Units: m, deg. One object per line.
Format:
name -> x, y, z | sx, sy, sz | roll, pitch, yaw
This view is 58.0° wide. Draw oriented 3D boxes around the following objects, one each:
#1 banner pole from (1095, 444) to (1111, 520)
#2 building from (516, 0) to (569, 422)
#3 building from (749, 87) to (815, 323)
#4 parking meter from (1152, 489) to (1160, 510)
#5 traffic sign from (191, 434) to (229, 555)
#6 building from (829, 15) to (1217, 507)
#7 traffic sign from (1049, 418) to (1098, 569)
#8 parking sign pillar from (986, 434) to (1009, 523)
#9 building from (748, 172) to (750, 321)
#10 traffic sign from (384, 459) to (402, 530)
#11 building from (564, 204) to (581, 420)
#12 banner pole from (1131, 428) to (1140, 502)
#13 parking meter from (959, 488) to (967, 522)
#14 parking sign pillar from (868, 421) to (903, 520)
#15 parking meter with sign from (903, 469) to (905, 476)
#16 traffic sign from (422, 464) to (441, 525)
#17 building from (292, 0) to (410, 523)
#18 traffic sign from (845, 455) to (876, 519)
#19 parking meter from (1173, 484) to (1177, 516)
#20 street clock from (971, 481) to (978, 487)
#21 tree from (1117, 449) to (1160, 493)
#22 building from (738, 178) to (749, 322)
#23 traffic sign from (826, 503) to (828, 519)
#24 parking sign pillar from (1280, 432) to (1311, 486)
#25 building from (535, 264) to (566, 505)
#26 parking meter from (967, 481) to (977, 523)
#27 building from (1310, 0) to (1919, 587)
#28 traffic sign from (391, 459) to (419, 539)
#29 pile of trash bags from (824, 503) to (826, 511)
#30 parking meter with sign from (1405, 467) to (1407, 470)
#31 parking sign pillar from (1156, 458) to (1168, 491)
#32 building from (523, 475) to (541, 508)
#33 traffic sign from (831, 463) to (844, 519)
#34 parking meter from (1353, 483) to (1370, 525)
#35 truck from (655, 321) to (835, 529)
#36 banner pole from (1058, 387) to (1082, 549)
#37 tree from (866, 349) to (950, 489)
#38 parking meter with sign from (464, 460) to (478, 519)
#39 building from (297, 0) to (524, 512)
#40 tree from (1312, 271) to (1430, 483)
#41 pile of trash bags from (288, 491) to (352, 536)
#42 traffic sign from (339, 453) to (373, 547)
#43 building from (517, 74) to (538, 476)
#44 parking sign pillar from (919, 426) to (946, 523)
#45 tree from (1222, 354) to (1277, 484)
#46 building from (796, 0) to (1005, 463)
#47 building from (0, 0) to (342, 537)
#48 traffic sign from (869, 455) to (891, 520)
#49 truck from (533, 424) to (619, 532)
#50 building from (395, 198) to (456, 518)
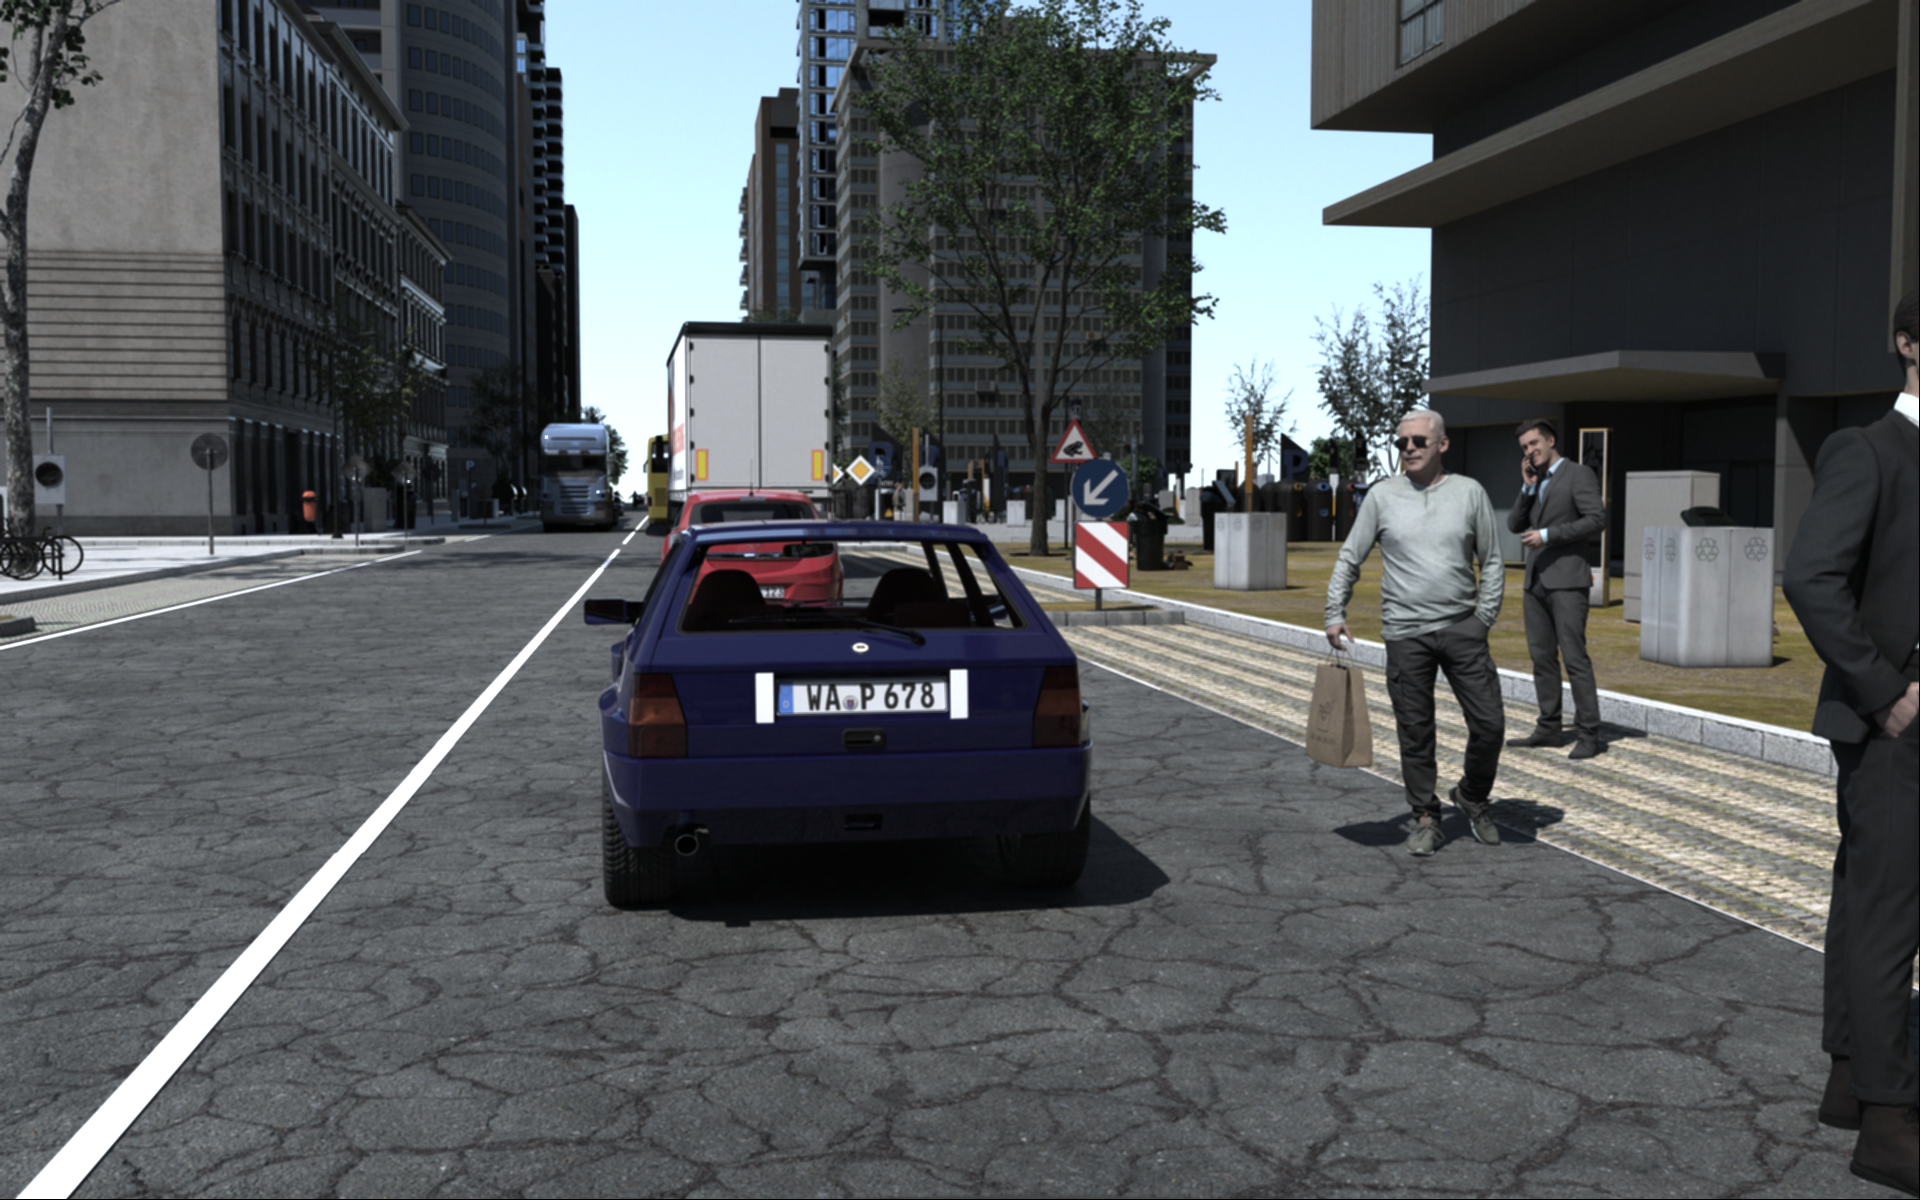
banner pole -> 7.191, -5.913, 86.701 | 0.863, 3.779, 0.401 | 1, 4, 20
building -> -63.695, -56.401, 234.826 | 22.319, 86.520, 31.000 | -1, 4, -10
building -> -15.396, -33.182, 192.640 | 14.600, 45.320, 14.200 | -1, 4, -10
parking meter -> 9.244, -4.486, 81.762 | 0.372, 1.533, 0.369 | 0, 3, 0
traffic sign -> -15.807, -2.227, 36.510 | 0.768, 2.556, 0.104 | 0, 4, -5
building -> 2.499, -27.716, 145.044 | 32.217, 40.220, 23.993 | -1, 4, -10
traffic sign -> 1.943, -1.808, 29.558 | 0.884, 2.594, 0.081 | 0, 4, -7
parking sign pillar -> 1.859, -5.498, 78.357 | 1.447, 3.967, 1.447 | 1, 4, 15
building -> -19.936, -35.066, 223.441 | 14.600, 45.320, 14.200 | -1, 4, -10
traffic sign -> -20.358, -3.812, 62.431 | 0.768, 2.556, 0.104 | 0, 3, 0
building -> -64.138, -37.234, 258.884 | 14.600, 45.320, 14.200 | -1, 4, -10
banner pole -> 6.598, -4.594, 65.124 | 0.401, 3.779, 0.863 | 2, 4, 31
parking meter -> 0.135, -4.270, 78.231 | 0.372, 1.533, 0.369 | 0, 3, 0
parking sign pillar -> -2.765, -4.613, 63.889 | 1.447, 3.967, 1.447 | 2, 4, 33
parking meter with sign -> -4.258, -7.573, 120.076 | 0.543, 3.016, 1.738 | 1, 4, 12
traffic sign -> -22.114, -4.430, 72.537 | 0.768, 2.556, 0.104 | 0, 4, -5
building -> -31.975, -15.266, 78.483 | 11.050, 23.489, 19.941 | -1, 4, -10
traffic sign -> -2.533, -2.473, 44.080 | 0.795, 2.450, 0.064 | -1, 4, -10
parking meter -> 12.602, -5.825, 100.950 | 0.255, 1.863, 0.399 | 1, 4, 21
street clock -> 0.694, -5.380, 92.541 | 0.471, 2.002, 0.358 | -3, 4, -36
tree -> 12.764, -8.641, 124.997 | 4.285, 4.588, 4.351 | 0, 3, 0
building -> -19.917, -38.329, 246.287 | 23.786, 49.044, 30.456 | -1, 4, -10
traffic sign -> -5.658, -4.498, 73.646 | 0.768, 2.556, 0.104 | -1, 4, -9
parking sign pillar -> 14.706, -5.349, 75.922 | 1.447, 3.967, 1.447 | -1, 4, -19
building -> -56.370, -27.058, 214.098 | 14.160, 30.474, 14.107 | -1, 4, -10
parking meter -> 0.543, -4.381, 77.341 | 0.399, 1.863, 0.255 | -2, 4, -31
building -> 22.443, -26.557, 23.441 | 28.713, 52.752, 27.495 | -1, 4, -10
traffic sign -> -15.988, -2.831, 49.937 | 0.795, 2.450, 0.064 | -1, 4, -10
pile of trash bags -> -10.230, -6.760, 120.272 | 1.912, 1.369, 3.447 | -1, 4, -18
parking meter with sign -> 27.399, -6.683, 105.525 | 0.543, 3.016, 1.738 | 0, 4, -7
parking sign pillar -> 15.224, -8.678, 130.357 | 1.447, 3.967, 1.447 | 2, 4, 32
building -> -56.220, -28.671, 160.650 | 32.217, 40.220, 23.993 | -1, 4, -10
traffic sign -> -3.861, -2.955, 51.954 | 0.795, 2.450, 0.064 | -1, 4, -10
parking meter -> 9.460, -1.982, 40.811 | 0.372, 1.533, 0.369 | 0, 3, 0
truck -> -4.385, -2.745, 33.802 | 2.839, 4.237, 11.283 | -1, 4, -11
banner pole -> 2.617, -3.086, 40.467 | 0.401, 3.779, 0.863 | -2, 4, -30
tree -> -2.736, -8.480, 89.013 | 4.737, 8.622, 4.395 | 0, 3, 0
parking meter with sign -> -24.907, -5.642, 88.506 | 0.543, 3.016, 1.738 | -2, 4, -23
building -> -46.310, -36.255, 134.772 | 21.231, 58.520, 28.212 | -1, 4, -10
tree -> 14.414, -6.576, 57.887 | 4.360, 8.622, 3.978 | 0, 3, 0
pile of trash bags -> -20.389, -2.766, 54.974 | 1.912, 1.369, 3.447 | -1, 4, -13
traffic sign -> -14.660, -2.350, 42.063 | 0.795, 2.450, 0.064 | -1, 4, -10
building -> -51.859, -32.443, 180.556 | 14.600, 45.320, 14.200 | -1, 4, -10
parking sign pillar -> -1.121, -4.887, 68.369 | 1.447, 3.967, 1.447 | -3, 5, -40
tree -> 15.687, -8.653, 91.836 | 4.360, 8.622, 3.978 | 0, 3, 0
building -> -7.237, -52.425, 169.826 | 22.319, 86.520, 31.000 | -1, 4, -10
building -> -28.077, -12.878, 59.710 | 9.793, 20.994, 18.267 | -1, 4, -10
traffic sign -> -2.617, -3.442, 56.375 | 0.768, 2.556, 0.104 | 0, 4, -7
truck -> -15.640, -5.032, 72.027 | 2.967, 4.110, 18.799 | -1, 4, -10
building -> -35.444, -14.356, 99.342 | 10.561, 19.102, 19.286 | -1, 4, -10
